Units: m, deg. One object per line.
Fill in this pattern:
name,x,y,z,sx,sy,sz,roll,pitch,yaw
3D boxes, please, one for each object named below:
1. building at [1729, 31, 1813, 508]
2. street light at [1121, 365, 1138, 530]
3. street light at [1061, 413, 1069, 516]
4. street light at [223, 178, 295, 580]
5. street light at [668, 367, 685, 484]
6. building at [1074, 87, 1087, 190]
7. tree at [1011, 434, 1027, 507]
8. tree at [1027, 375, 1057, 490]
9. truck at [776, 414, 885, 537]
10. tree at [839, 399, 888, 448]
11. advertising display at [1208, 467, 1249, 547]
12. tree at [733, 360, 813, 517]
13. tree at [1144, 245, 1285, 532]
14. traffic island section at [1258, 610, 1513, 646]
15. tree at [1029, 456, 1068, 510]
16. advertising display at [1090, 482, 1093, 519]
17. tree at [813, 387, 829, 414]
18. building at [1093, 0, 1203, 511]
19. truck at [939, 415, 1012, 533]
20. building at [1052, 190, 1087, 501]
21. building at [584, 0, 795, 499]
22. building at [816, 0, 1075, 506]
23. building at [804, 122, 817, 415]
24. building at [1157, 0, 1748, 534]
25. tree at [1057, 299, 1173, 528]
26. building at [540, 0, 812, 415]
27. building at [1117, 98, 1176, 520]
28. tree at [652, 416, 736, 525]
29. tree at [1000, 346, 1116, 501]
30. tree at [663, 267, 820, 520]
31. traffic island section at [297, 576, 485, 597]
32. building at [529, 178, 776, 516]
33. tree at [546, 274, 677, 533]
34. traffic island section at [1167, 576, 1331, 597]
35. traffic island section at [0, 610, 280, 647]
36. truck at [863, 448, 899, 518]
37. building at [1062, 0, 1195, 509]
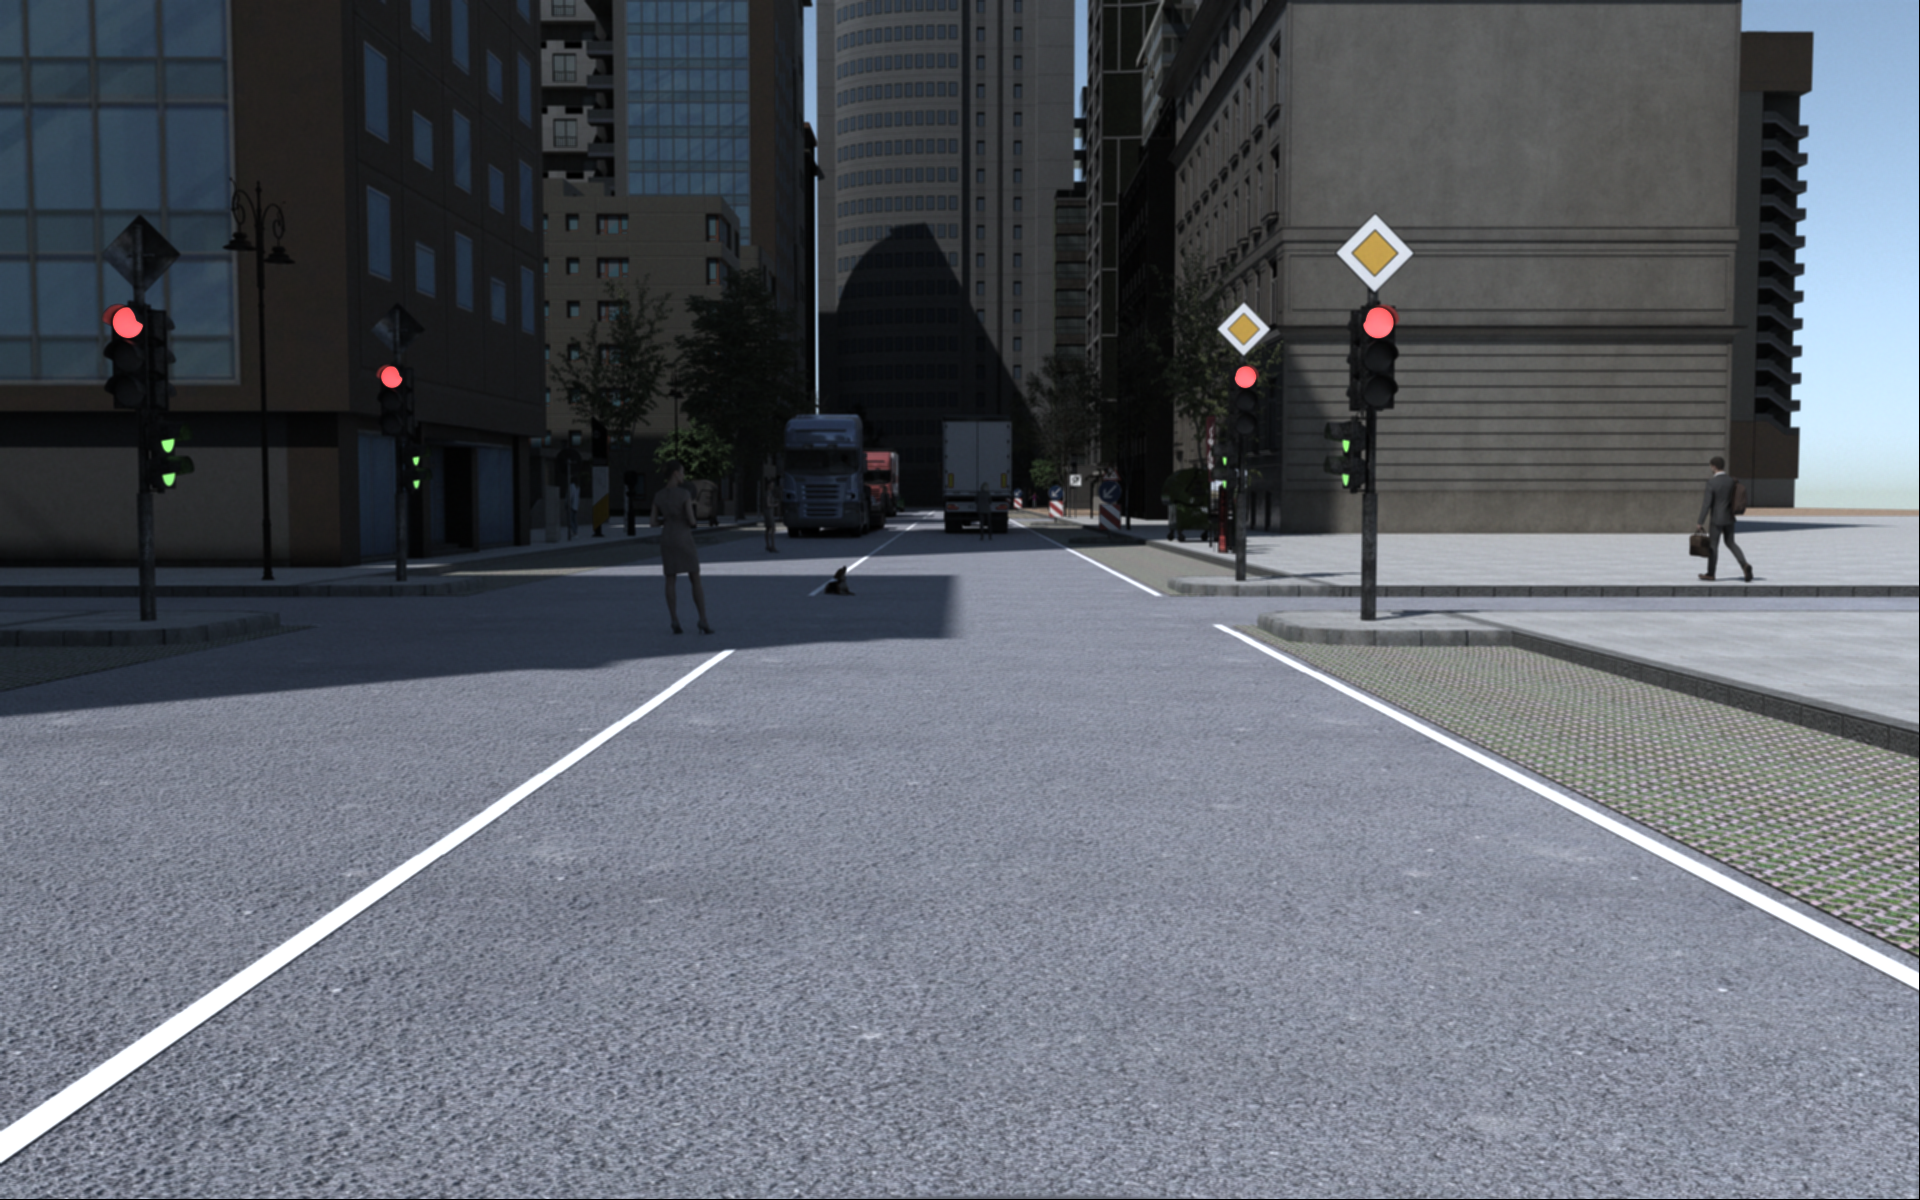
building,70.604,-31.567,166.231,14.200,45.320,14.600,0,3,0
street light,6.068,-5.466,62.153,0.468,5.910,1.993,0,3,0
street light,6.047,-7.748,99.463,0.468,5.910,1.993,0,3,0
street light,-10.351,-3.238,25.729,0.468,5.910,1.993,0,3,0
street light,-10.319,-5.520,63.040,0.468,5.910,1.993,0,3,0
building,27.554,-35.385,198.158,30.456,49.044,23.786,0,3,0
tree,6.573,-13.919,177.939,4.360,8.622,3.978,0,3,0
tree,6.203,-9.324,102.812,4.360,8.622,3.978,0,3,0
truck,-4.442,-4.565,64.395,2.967,4.110,18.799,0,4,0
tree,-10.614,-14.357,169.148,7.601,10.594,8.767,1,4,12
advertising display,6.475,-2.239,41.822,0.974,1.923,0.123,0,4,-7
tree,-11.020,-8.873,95.434,4.360,8.622,3.978,0,3,0
tree,7.331,-6.160,51.070,4.737,8.622,4.395,0,3,0
traffic island section,4.173,0.286,17.610,2.009,0.180,2.903,0,3,0
tree,7.042,-9.335,136.337,4.285,4.588,4.351,0,3,0
advertising display,6.914,-5.243,90.939,0.123,1.923,0.974,0,4,4
tree,-10.514,-10.372,119.950,4.360,8.622,3.978,0,3,0
building,26.346,-26.599,126.770,32.217,40.220,23.993,0,3,0
truck,0.572,-4.785,67.156,2.839,4.237,11.283,0,4,0
building,15.839,-24.156,166.650,14.160,30.474,14.107,0,3,0
building,-20.712,-29.756,136.618,14.600,45.320,14.200,0,3,0
building,-1.779,-40.029,196.466,28.212,58.520,21.231,0,3,0
building,-30.901,-33.228,197.908,28.867,44.769,22.147,0,3,0
building,17.621,-14.452,69.569,16.112,22.955,30.059,0,3,0
tree,6.308,-7.060,65.792,4.360,8.622,3.978,0,3,0
building,-28.417,-34.865,159.279,27.495,52.752,28.713,0,3,0
building,15.289,-16.072,92.458,12.332,23.373,15.834,0,3,0
tree,-11.097,-5.410,72.172,4.285,4.588,4.351,0,3,0
tree,6.115,-10.730,109.843,8.767,10.594,7.601,2,4,27
tree,-10.902,-10.298,86.501,7.486,12.596,7.792,0,3,0
traffic island section,-8.272,-0.203,25.594,2.009,0.180,2.903,0,3,0
building,-27.639,-16.524,115.203,27.650,21.520,28.899,0,3,0
tree,-11.308,-6.569,57.758,4.737,8.622,4.395,0,3,0
traffic island section,4.169,-0.203,25.595,2.009,0.180,2.903,0,3,0
traffic island section,-8.268,0.286,17.609,2.009,0.180,2.903,0,3,0
truck,-5.276,-7.318,108.560,2.839,4.237,11.283,0,3,0
building,19.631,-43.415,148.082,20.563,71.187,20.611,0,3,0
